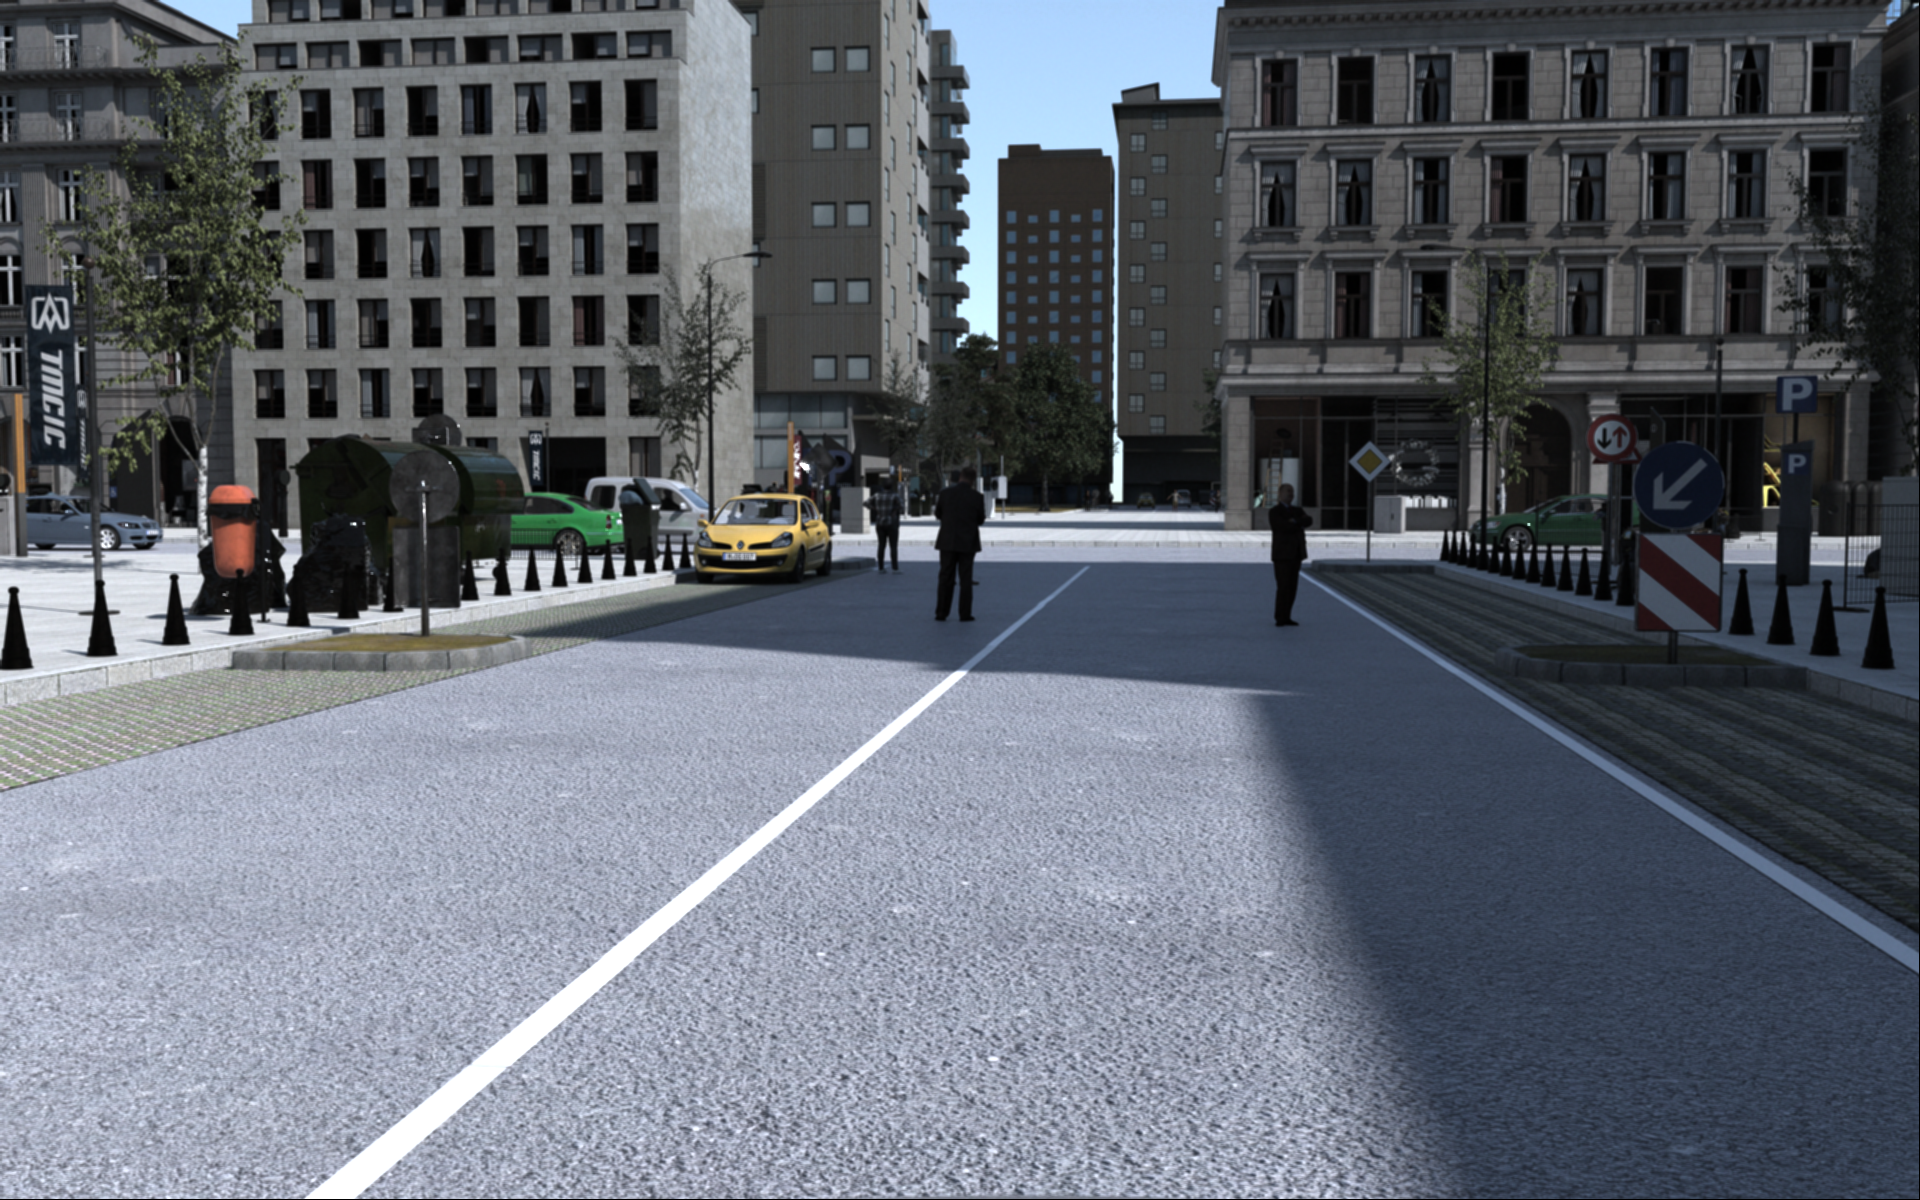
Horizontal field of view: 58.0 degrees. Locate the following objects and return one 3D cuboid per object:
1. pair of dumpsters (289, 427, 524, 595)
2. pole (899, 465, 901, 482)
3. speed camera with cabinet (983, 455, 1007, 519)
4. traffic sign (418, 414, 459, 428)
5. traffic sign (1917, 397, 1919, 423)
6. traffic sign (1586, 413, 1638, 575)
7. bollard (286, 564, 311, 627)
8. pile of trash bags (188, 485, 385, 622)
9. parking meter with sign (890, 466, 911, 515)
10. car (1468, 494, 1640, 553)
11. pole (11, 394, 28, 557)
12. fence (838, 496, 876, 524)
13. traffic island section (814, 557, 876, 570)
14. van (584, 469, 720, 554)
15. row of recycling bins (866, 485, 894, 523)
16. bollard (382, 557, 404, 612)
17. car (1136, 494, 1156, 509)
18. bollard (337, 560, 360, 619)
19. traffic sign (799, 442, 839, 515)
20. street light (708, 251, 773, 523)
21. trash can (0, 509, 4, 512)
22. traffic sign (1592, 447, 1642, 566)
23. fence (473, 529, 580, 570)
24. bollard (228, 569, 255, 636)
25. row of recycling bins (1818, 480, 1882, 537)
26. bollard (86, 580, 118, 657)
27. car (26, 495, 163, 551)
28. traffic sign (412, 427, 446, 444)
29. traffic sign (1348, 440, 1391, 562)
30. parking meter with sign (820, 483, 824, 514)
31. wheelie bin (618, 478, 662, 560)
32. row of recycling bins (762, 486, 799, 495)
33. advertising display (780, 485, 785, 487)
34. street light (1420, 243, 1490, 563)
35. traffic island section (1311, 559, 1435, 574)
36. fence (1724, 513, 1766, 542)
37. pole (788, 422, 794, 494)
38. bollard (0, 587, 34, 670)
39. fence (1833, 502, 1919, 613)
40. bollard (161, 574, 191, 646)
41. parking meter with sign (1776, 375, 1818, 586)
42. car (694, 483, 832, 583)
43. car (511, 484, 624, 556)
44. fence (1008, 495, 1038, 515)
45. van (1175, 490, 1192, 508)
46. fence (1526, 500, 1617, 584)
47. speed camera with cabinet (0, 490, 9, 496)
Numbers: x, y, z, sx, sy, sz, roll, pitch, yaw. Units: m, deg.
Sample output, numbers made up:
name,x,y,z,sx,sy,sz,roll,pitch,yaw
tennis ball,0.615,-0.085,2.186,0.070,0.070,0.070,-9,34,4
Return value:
name,x,y,z,sx,sy,sz,roll,pitch,yaw
pair of dumpsters,-7.533,-1.309,23.898,1.574,2.255,4.437,0,4,7
pole,-4.203,-7.822,121.738,0.158,3.312,0.155,0,3,0
speed camera with cabinet,1.604,-5.807,89.281,0.660,3.252,2.038,-2,4,-34
traffic sign,-8.257,-1.671,27.431,0.768,2.556,0.104,1,4,9
traffic sign,10.304,-1.091,17.952,0.768,2.556,0.104,1,4,15
traffic sign,10.297,-1.671,27.427,0.768,2.556,0.104,1,4,12
bollard,-6.433,-0.048,16.823,0.229,0.601,0.229,0,3,0
pile of trash bags,-7.399,-0.549,18.724,1.912,1.369,3.447,0,4,-7
parking meter with sign,-3.424,-6.735,106.379,1.738,3.016,0.543,-2,4,-35
car,15.082,-1.893,42.754,4.920,1.459,2.131,0,4,7
pole,-19.173,-2.536,35.300,0.158,3.312,0.155,0,3,0
fence,-4.133,-3.915,75.212,2.264,1.192,0.480,0,4,1
traffic island section,-2.783,-0.704,33.799,2.009,0.180,2.903,0,4,7
van,-6.981,-2.122,41.700,4.112,2.044,2.013,1,4,9
row of recycling bins,-3.764,-4.441,79.725,1.069,1.692,3.534,1,4,9
bollard,-6.179,-0.172,18.861,0.229,0.601,0.229,0,3,0
car,18.613,-9.966,173.174,2.015,1.641,3.980,0,4,7
bollard,-6.306,-0.110,17.842,0.229,0.601,0.229,0,3,0
traffic sign,-2.758,-1.840,33.734,0.795,2.450,0.064,0,4,7
street light,-4.273,-3.717,33.308,1.470,5.913,1.316,0,4,7
trash can,-9.409,-0.284,16.301,0.748,1.137,0.748,0,3,0
traffic sign,11.620,-1.873,30.627,0.884,2.594,0.081,0,4,8
fence,-7.448,-0.880,29.756,2.069,0.683,0.278,1,4,19
bollard,-6.560,0.015,15.794,0.229,0.601,0.229,0,3,0
row of recycling bins,27.405,-2.801,52.903,3.534,1.692,1.069,-3,4,-38
bollard,-6.816,0.141,13.740,0.229,0.601,0.229,0,3,0
car,-22.856,-1.991,44.556,4.499,1.417,2.014,0,4,7
traffic sign,-8.161,-1.501,26.676,0.606,2.300,0.079,1,4,14
traffic sign,7.654,-1.760,32.426,0.795,2.450,0.064,0,4,7
parking meter with sign,-9.070,-7.190,113.820,0.543,3.016,1.738,0,4,6
wheelie bin,-6.249,-1.582,33.769,0.693,1.594,0.980,1,4,9
row of recycling bins,-9.166,-4.890,87.071,3.534,1.692,1.069,2,4,30
advertising display,-11.846,-6.918,118.328,0.974,1.923,0.123,-2,4,-26
street light,9.217,-3.648,32.183,1.470,5.913,1.316,0,4,7
traffic island section,7.678,-0.625,32.500,2.009,0.180,2.903,0,4,7
fence,21.311,-1.935,47.018,2.069,0.683,0.278,-3,5,-42
pole,-4.774,-3.368,48.910,0.158,3.312,0.155,0,3,0
bollard,-6.941,0.203,12.719,0.229,0.601,0.229,0,3,0
fence,10.641,-0.502,19.406,2.264,1.192,0.480,-2,4,-26
bollard,-6.689,0.078,14.760,0.229,0.601,0.229,0,3,0
parking meter with sign,11.969,-1.748,24.843,0.543,3.016,1.738,2,4,25
car,-3.248,-1.142,28.899,2.015,1.641,3.980,0,4,6
car,-9.726,-1.826,38.649,4.718,1.807,1.959,0,4,7
fence,4.061,-5.945,108.405,2.264,1.192,0.480,-3,4,-36
van,23.156,-10.584,180.052,2.013,2.044,4.112,0,4,7
fence,9.090,-0.891,25.770,0.480,1.192,2.264,-1,4,-9
speed camera with cabinet,-35.505,-4.165,62.425,2.038,3.252,0.660,-3,5,-41
